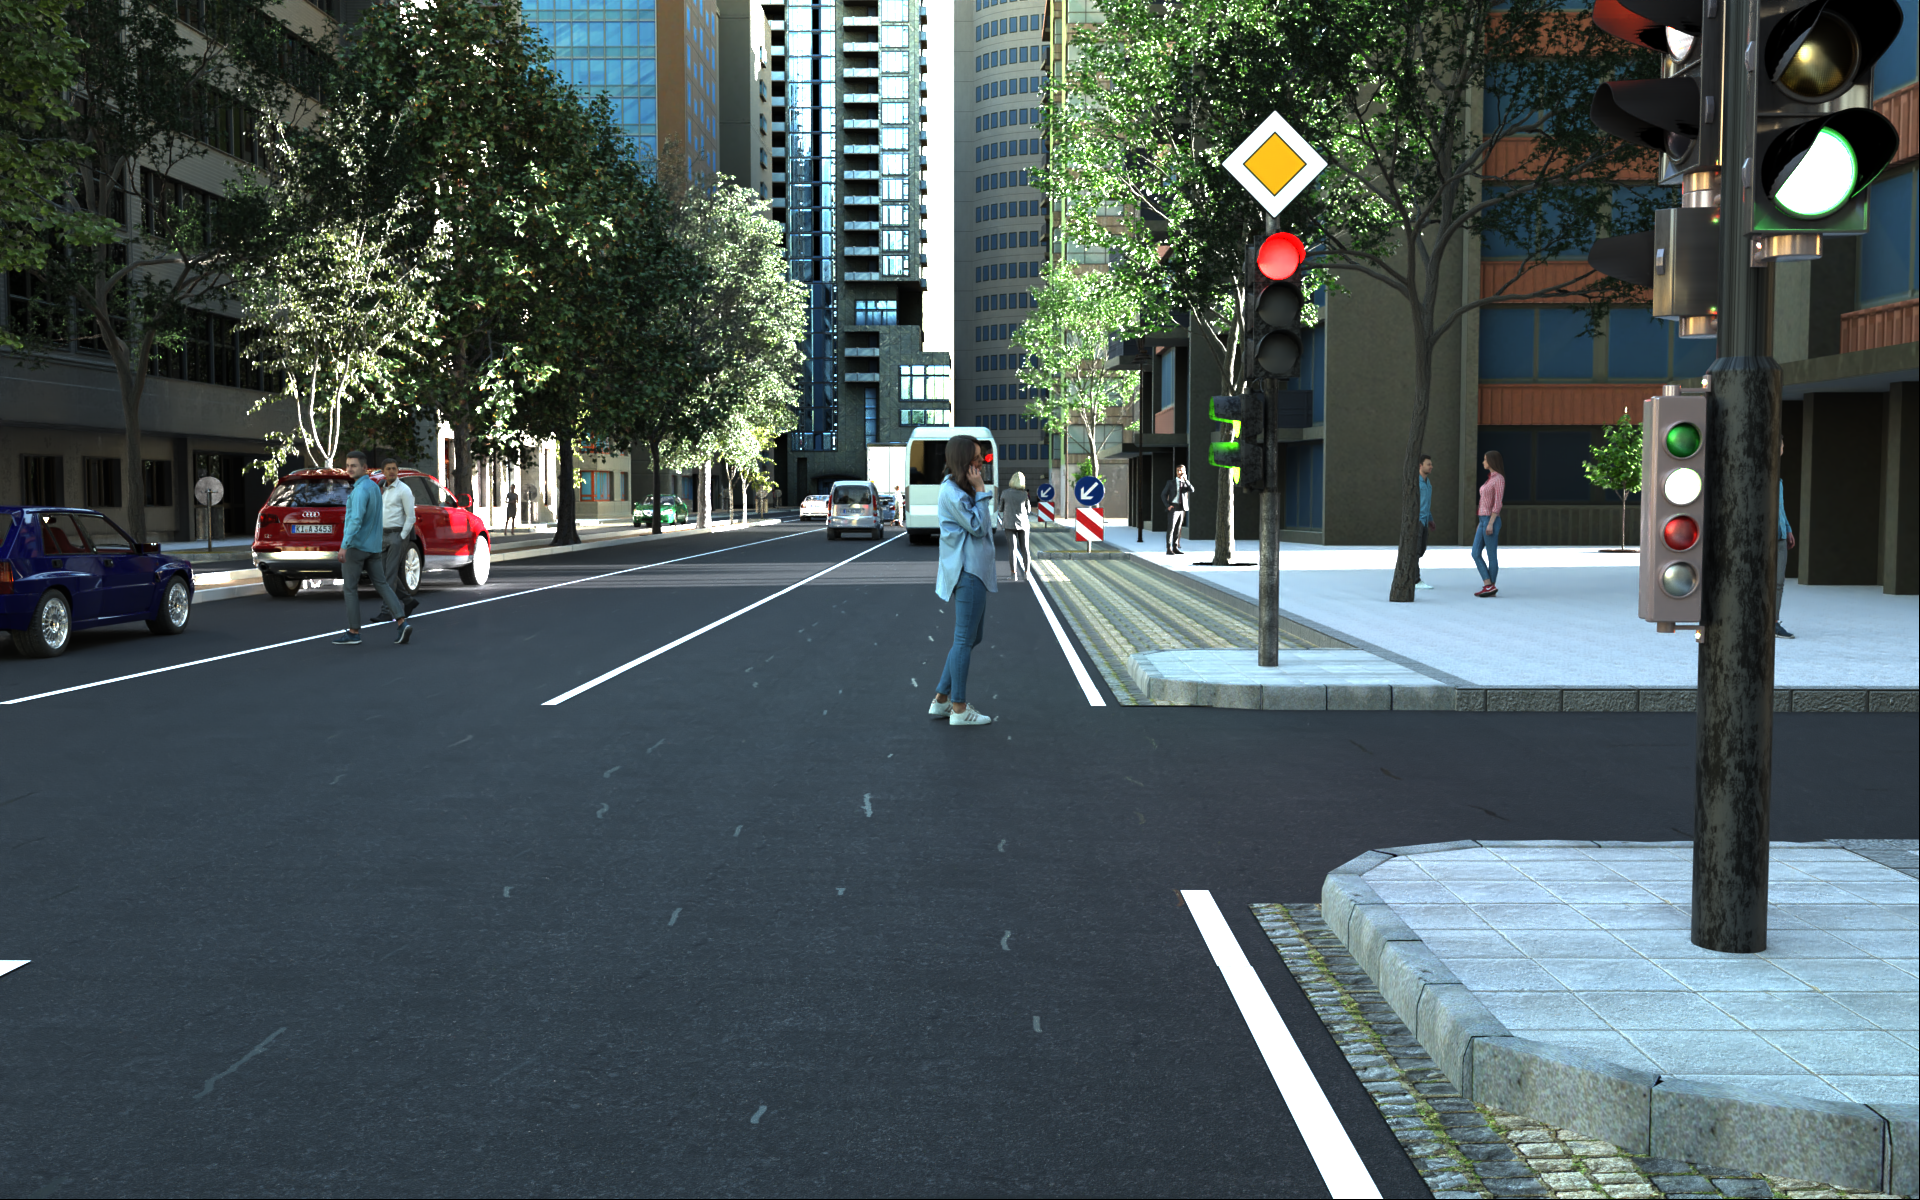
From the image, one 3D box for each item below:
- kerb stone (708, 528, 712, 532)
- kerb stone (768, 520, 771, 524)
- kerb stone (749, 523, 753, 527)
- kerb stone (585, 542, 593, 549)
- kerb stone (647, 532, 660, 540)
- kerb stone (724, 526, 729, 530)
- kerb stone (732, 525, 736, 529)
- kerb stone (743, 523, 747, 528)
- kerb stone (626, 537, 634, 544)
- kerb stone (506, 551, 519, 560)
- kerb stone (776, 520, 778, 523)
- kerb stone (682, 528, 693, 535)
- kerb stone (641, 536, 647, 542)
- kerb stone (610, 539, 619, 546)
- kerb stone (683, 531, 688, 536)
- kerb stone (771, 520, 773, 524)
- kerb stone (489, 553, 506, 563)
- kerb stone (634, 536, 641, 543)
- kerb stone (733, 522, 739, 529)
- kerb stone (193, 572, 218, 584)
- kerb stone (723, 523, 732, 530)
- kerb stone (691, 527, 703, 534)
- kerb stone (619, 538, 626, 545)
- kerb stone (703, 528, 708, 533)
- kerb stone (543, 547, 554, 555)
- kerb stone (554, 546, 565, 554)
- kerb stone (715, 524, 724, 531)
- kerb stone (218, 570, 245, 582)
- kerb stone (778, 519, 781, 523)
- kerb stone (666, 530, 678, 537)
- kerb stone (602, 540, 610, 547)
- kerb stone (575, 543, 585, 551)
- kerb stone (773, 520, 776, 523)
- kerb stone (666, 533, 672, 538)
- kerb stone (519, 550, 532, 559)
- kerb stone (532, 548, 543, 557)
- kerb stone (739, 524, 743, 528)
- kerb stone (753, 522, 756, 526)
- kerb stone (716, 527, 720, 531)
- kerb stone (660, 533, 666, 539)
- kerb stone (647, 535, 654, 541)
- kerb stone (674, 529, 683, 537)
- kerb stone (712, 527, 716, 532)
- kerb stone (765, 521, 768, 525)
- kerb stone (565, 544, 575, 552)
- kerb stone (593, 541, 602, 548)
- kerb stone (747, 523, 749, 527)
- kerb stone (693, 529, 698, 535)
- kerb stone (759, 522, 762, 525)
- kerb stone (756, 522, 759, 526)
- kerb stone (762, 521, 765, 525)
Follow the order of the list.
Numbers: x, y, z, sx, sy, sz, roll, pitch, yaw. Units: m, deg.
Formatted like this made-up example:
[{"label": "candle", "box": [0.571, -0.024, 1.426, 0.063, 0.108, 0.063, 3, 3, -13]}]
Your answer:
[{"label": "kerb stone", "box": [-9.461, -2.580, 64.380, 0.120, 0.150, 1.000, 0, 4, 1]}, {"label": "kerb stone", "box": [-9.193, -3.649, 81.854, 0.120, 0.150, 1.000, 0, 4, 1]}, {"label": "kerb stone", "box": [-9.288, -3.270, 75.674, 0.120, 0.150, 1.000, 0, 4, 1]}, {"label": "kerb stone", "box": [-9.752, -1.390, 44.928, 0.120, 0.150, 1.000, 0, 4, 1]}, {"label": "kerb stone", "box": [-9.616, -1.954, 54.139, 0.120, 0.150, 1.000, 0, 4, 1]}, {"label": "kerb stone", "box": [-9.390, -2.832, 68.495, 0.120, 0.150, 1.000, 0, 4, 1]}, {"label": "kerb stone", "box": [-9.355, -2.957, 70.540, 0.120, 0.150, 1.000, 0, 4, 1]}, {"label": "kerb stone", "box": [-9.309, -3.145, 73.612, 0.120, 0.150, 1.000, 0, 4, 1]}, {"label": "kerb stone", "box": [-9.667, -1.703, 50.045, 0.120, 0.150, 1.000, 0, 4, 1]}, {"label": "kerb stone", "box": [-9.856, -0.952, 37.759, 0.120, 0.150, 1.000, 0, 4, 1]}, {"label": "kerb stone", "box": [-9.145, -3.836, 84.921, 0.120, 0.150, 1.000, 0, 4, 1]}, {"label": "kerb stone", "box": [-9.522, -2.325, 60.280, 0.120, 0.150, 1.000, 0, 4, 1]}, {"label": "kerb stone", "box": [-9.647, -1.828, 52.090, 0.120, 0.150, 1.000, 0, 4, 1]}, {"label": "kerb stone", "box": [-9.697, -1.576, 48.001, 0.120, 0.150, 1.000, 0, 4, 1]}, {"label": "kerb stone", "box": [-9.534, -2.264, 59.258, 0.120, 0.150, 1.000, 0, 4, 1]}, {"label": "kerb stone", "box": [-9.185, -3.711, 82.876, 0.120, 0.150, 1.000, 0, 4, 1]}, {"label": "kerb stone", "box": [-9.883, -0.889, 36.737, 0.120, 0.150, 1.000, 0, 4, 1]}, {"label": "kerb stone", "box": [-9.652, -1.766, 51.067, 0.120, 0.150, 1.000, 0, 4, 1]}, {"label": "kerb stone", "box": [-9.350, -3.019, 71.562, 0.120, 0.150, 1.000, 0, 4, 1]}, {"label": "kerb stone", "box": [-12.113, -0.327, 27.535, 0.120, 0.150, 1.000, 0, 4, 1]}, {"label": "kerb stone", "box": [-9.381, -2.894, 69.518, 0.120, 0.150, 1.000, 0, 4, 1]}, {"label": "kerb stone", "box": [-9.483, -2.453, 62.328, 0.120, 0.150, 1.000, 0, 4, 1]}, {"label": "kerb stone", "box": [-9.691, -1.641, 49.023, 0.120, 0.150, 1.000, 0, 4, 1]}, {"label": "kerb stone", "box": [-9.467, -2.517, 63.351, 0.120, 0.150, 1.000, 0, 4, 1]}, {"label": "kerb stone", "box": [-9.812, -1.140, 40.828, 0.120, 0.150, 1.000, 0, 4, 1]}, {"label": "kerb stone", "box": [-9.786, -1.202, 41.855, 0.120, 0.150, 1.000, 0, 4, 1]}, {"label": "kerb stone", "box": [-9.413, -2.769, 67.469, 0.120, 0.150, 1.000, 0, 4, 1]}, {"label": "kerb stone", "box": [-12.099, -0.389, 28.557, 0.120, 0.150, 1.000, 0, 4, 1]}, {"label": "kerb stone", "box": [-9.136, -3.893, 85.945, 0.120, 0.150, 1.000, 0, 4, 1]}, {"label": "kerb stone", "box": [-9.557, -2.136, 57.213, 0.120, 0.150, 1.000, 0, 4, 1]}, {"label": "kerb stone", "box": [-9.720, -1.515, 46.978, 0.120, 0.150, 1.000, 0, 4, 1]}, {"label": "kerb stone", "box": [-9.757, -1.328, 43.905, 0.120, 0.150, 1.000, 0, 4, 1]}, {"label": "kerb stone", "box": [-9.162, -3.773, 83.899, 0.120, 0.150, 1.000, 0, 4, 1]}, {"label": "kerb stone", "box": [-9.582, -2.079, 56.191, 0.120, 0.150, 1.000, 0, 4, 1]}, {"label": "kerb stone", "box": [-9.841, -1.015, 38.784, 0.120, 0.150, 1.000, 0, 4, 1]}, {"label": "kerb stone", "box": [-9.831, -1.077, 39.806, 0.120, 0.150, 1.000, 0, 4, 1]}, {"label": "kerb stone", "box": [-9.330, -3.082, 72.585, 0.120, 0.150, 1.000, 0, 4, 1]}, {"label": "kerb stone", "box": [-9.265, -3.334, 76.704, 0.120, 0.150, 1.000, 0, 4, 1]}, {"label": "kerb stone", "box": [-9.424, -2.704, 66.435, 0.120, 0.150, 1.000, 0, 4, 1]}, {"label": "kerb stone", "box": [-9.593, -2.017, 55.169, 0.120, 0.150, 1.000, 0, 4, 1]}, {"label": "kerb stone", "box": [-9.622, -1.890, 53.117, 0.120, 0.150, 1.000, 0, 4, 1]}, {"label": "kerb stone", "box": [-9.545, -2.204, 58.235, 0.120, 0.150, 1.000, 0, 4, 1]}, {"label": "kerb stone", "box": [-9.439, -2.643, 65.408, 0.120, 0.150, 1.000, 0, 4, 1]}, {"label": "kerb stone", "box": [-9.214, -3.582, 80.823, 0.120, 0.150, 1.000, 0, 4, 1]}, {"label": "kerb stone", "box": [-9.785, -1.264, 42.878, 0.120, 0.150, 1.000, 0, 4, 1]}, {"label": "kerb stone", "box": [-9.738, -1.448, 45.957, 0.120, 0.150, 1.000, 0, 4, 1]}, {"label": "kerb stone", "box": [-9.310, -3.208, 74.643, 0.120, 0.150, 1.000, 0, 4, 1]}, {"label": "kerb stone", "box": [-9.502, -2.392, 61.306, 0.120, 0.150, 1.000, 0, 4, 1]}, {"label": "kerb stone", "box": [-9.238, -3.460, 78.762, 0.120, 0.150, 1.000, 0, 4, 1]}, {"label": "kerb stone", "box": [-9.263, -3.397, 77.730, 0.120, 0.150, 1.000, 0, 4, 1]}, {"label": "kerb stone", "box": [-9.222, -3.520, 79.801, 0.120, 0.150, 1.000, 0, 4, 1]}]
